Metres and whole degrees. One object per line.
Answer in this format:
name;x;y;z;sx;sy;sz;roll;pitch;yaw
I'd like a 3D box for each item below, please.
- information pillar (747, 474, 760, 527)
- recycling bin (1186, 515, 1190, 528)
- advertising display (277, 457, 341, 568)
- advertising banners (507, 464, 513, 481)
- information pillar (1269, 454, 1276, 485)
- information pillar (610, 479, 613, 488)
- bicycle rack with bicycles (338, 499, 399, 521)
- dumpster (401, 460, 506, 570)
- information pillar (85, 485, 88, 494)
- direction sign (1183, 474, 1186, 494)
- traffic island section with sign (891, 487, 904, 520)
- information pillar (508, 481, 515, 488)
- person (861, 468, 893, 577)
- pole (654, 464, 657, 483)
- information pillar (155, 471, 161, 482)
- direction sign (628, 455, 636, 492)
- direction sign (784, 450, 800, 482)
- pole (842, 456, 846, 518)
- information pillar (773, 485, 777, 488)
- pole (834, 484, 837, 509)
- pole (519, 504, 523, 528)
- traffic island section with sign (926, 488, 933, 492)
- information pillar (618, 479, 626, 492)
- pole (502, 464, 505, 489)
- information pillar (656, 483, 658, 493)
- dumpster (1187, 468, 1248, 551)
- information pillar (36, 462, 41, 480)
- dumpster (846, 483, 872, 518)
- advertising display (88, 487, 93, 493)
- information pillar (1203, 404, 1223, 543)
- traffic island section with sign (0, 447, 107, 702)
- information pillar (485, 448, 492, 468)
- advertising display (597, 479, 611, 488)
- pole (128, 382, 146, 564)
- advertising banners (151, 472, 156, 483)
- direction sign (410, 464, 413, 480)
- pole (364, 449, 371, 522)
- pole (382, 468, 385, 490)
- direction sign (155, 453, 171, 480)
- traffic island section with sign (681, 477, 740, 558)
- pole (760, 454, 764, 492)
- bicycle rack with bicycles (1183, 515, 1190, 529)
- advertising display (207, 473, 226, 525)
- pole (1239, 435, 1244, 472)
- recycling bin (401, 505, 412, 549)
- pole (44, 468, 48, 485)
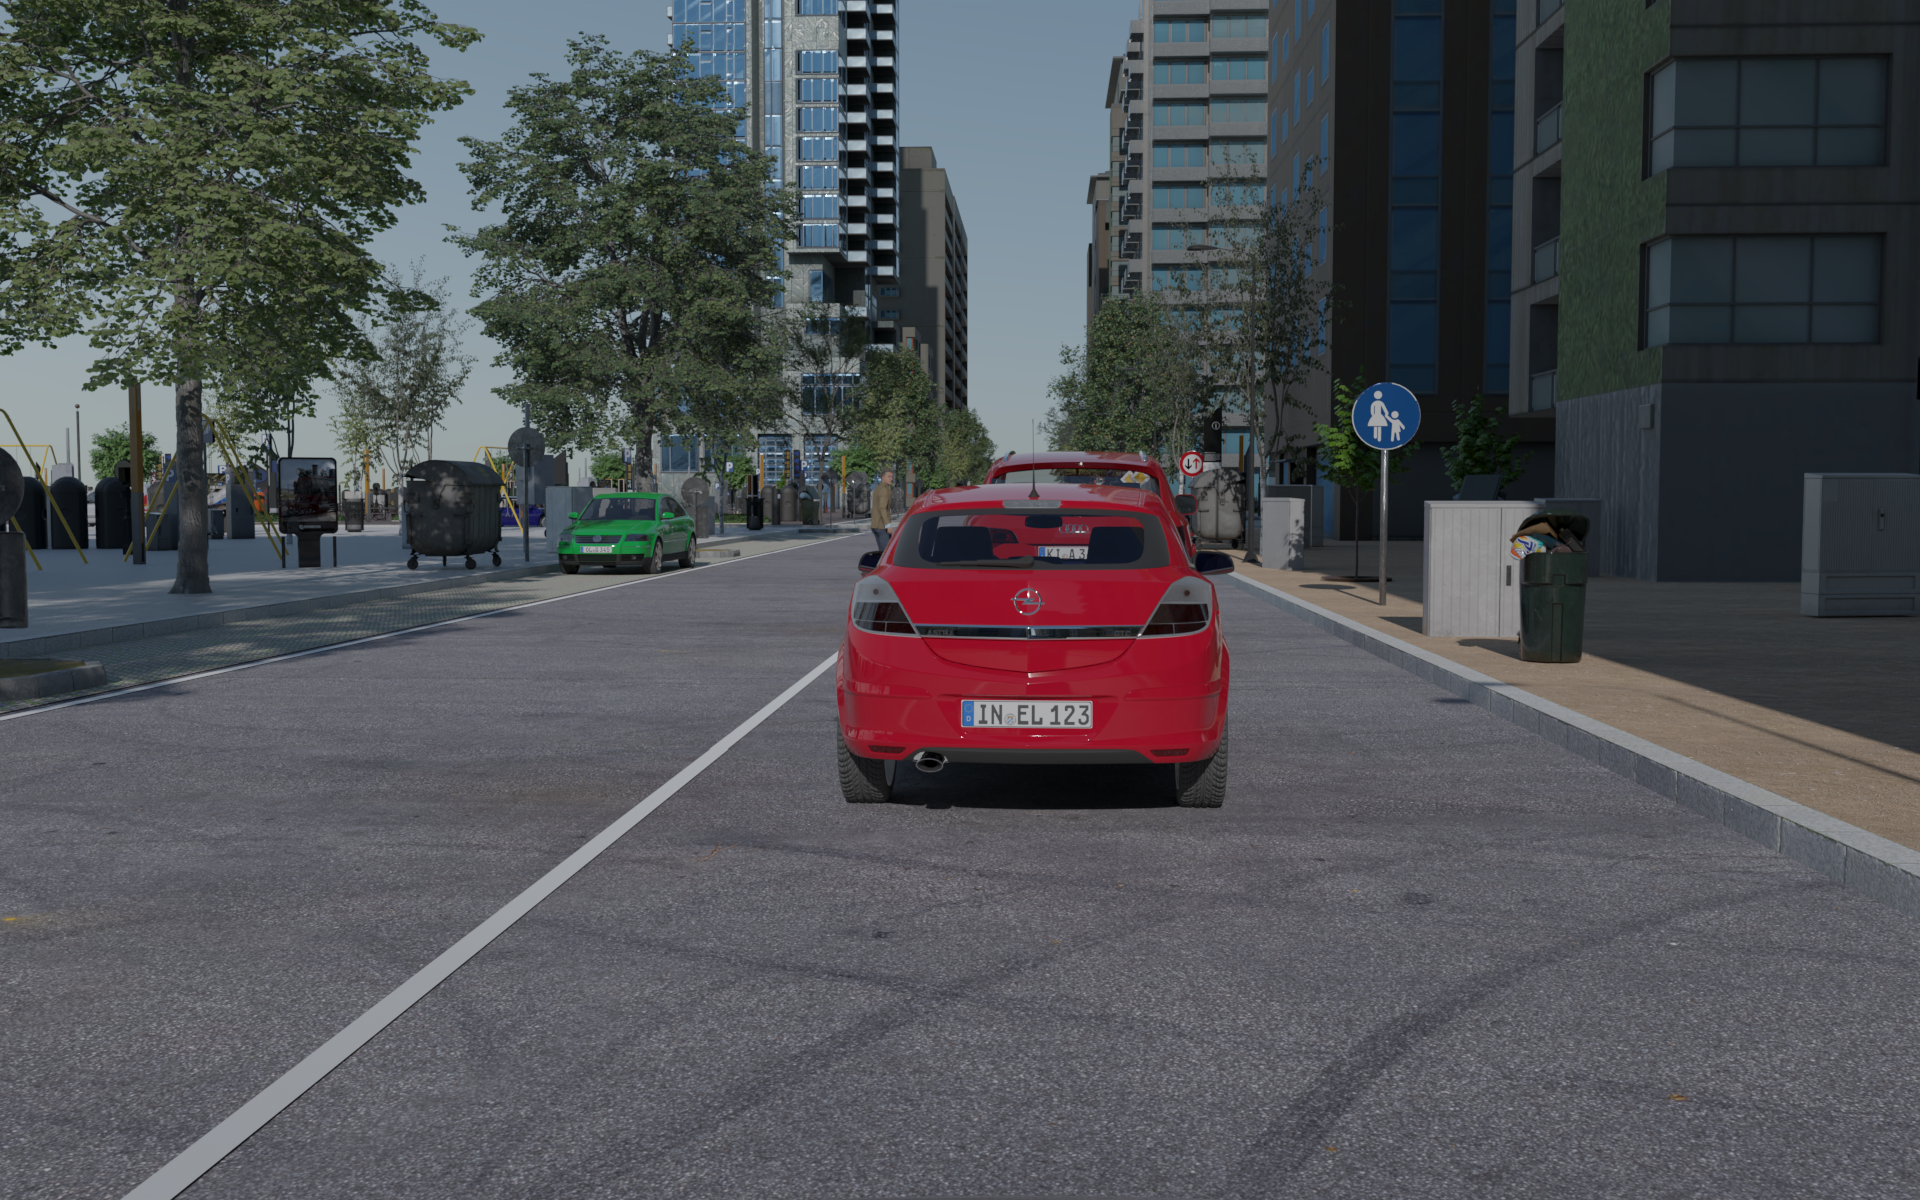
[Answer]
information pillar;-7.659;-3.647;64.115;0.304;2.012;0.304;-3;5;-43
recycling bin;8.339;-3.176;64.481;0.722;1.027;0.722;1;4;18
advertising display;-11.376;-1.530;30.230;0.974;1.923;0.123;-2;4;-29
advertising banners;-25.937;-6.451;101.661;0.090;3.025;2.074;1;4;20
information pillar;15.266;-5.679;84.205;0.504;3.616;0.183;2;4;28
information pillar;-16.975;-4.852;83.830;0.304;2.012;0.304;0;4;-7
bicycle rack with bicycles;-28.722;-4.338;84.309;2.925;0.926;2.852;0;4;-1
dumpster;-8.755;-1.481;29.980;1.264;1.857;1.865;0;4;3
information pillar;-69.523;-8.146;137.684;0.304;2.012;0.304;3;5;44
direction sign;18.106;-9.066;140.229;0.379;3.537;0.876;2;4;26
traffic island section with sign;-3.365;-5.289;95.099;1.989;1.847;2.006;0;4;3
information pillar;-25.074;-5.647;96.822;0.304;2.012;0.304;-3;5;-43
person;-1.227;-1.149;27.194;0.656;1.842;0.836;3;5;40
pole;-20.547;-7.524;116.857;0.158;3.312;0.155;0;3;0
information pillar;-60.796;-8.562;131.335;0.504;3.616;0.183;1;4;23
direction sign;-18.808;-6.591;99.756;0.876;3.537;0.379;0;4;-3
direction sign;-8.551;-5.882;88.164;0.876;3.537;0.379;2;4;25
pole;-6.238;-6.061;92.941;0.158;3.312;0.155;0;3;0
information pillar;-15.404;-8.540;144.114;0.304;2.012;0.304;0;4;1
pole;-10.585;-9.374;147.108;0.158;3.312;0.155;0;3;0
pole;-16.642;-4.394;65.693;0.158;3.312;0.155;0;3;0
traffic island section with sign;-2.045;-6.935;122.022;1.989;1.847;2.006;0;4;3
information pillar;-16.442;-4.891;84.456;0.304;2.012;0.304;1;4;17
pole;-30.767;-7.519;116.776;0.158;3.312;0.155;0;3;0
information pillar;-19.441;-6.481;110.448;0.304;2.012;0.304;2;4;27
dumpster;5.956;-2.095;40.004;1.264;1.857;1.865;0;4;3
information pillar;-66.717;-8.201;125.435;0.183;3.616;0.504;0;4;5
dumpster;-5.414;-5.311;92.592;1.264;1.857;1.865;0;4;3
advertising display;-75.252;-8.812;149.290;0.974;1.923;0.123;-1;4;-13
information pillar;6.627;-3.303;45.362;0.504;3.616;0.183;1;4;19
traffic island section with sign;-7.392;-0.236;12.486;1.989;1.847;2.006;0;4;3
information pillar;-23.271;-5.757;85.475;0.504;3.616;0.183;3;5;42
advertising display;-15.588;-4.323;75.896;0.123;1.923;0.974;1;4;19
pole;-14.996;-2.307;31.558;0.158;3.312;0.155;0;3;0
advertising banners;-64.243;-8.574;136.371;2.074;3.025;0.090;0;4;-3
direction sign;-36.439;-7.528;115.087;0.379;3.537;0.876;0;4;-7
pole;-27.110;-5.222;79.228;0.158;3.312;0.155;0;3;0
pole;-45.866;-8.809;137.873;0.158;3.312;0.155;0;3;0
direction sign;-44.394;-6.397;96.595;0.876;3.537;0.379;0;4;-1
traffic island section with sign;-6.069;-1.883;39.409;1.989;1.847;2.006;0;4;3
pole;-10.195;-5.828;89.127;0.158;3.312;0.155;0;3;0
bicycle rack with bicycles;8.097;-2.902;60.831;2.925;0.926;2.852;0;4;2
advertising display;-22.705;-2.918;52.930;0.123;1.923;0.974;3;5;43
pole;9.775;-4.060;60.231;0.158;3.312;0.155;0;3;0
recycling bin;-12.666;-1.729;40.826;0.722;1.027;0.722;1;4;14
pole;-71.273;-8.640;135.115;0.158;3.312;0.155;0;3;0
